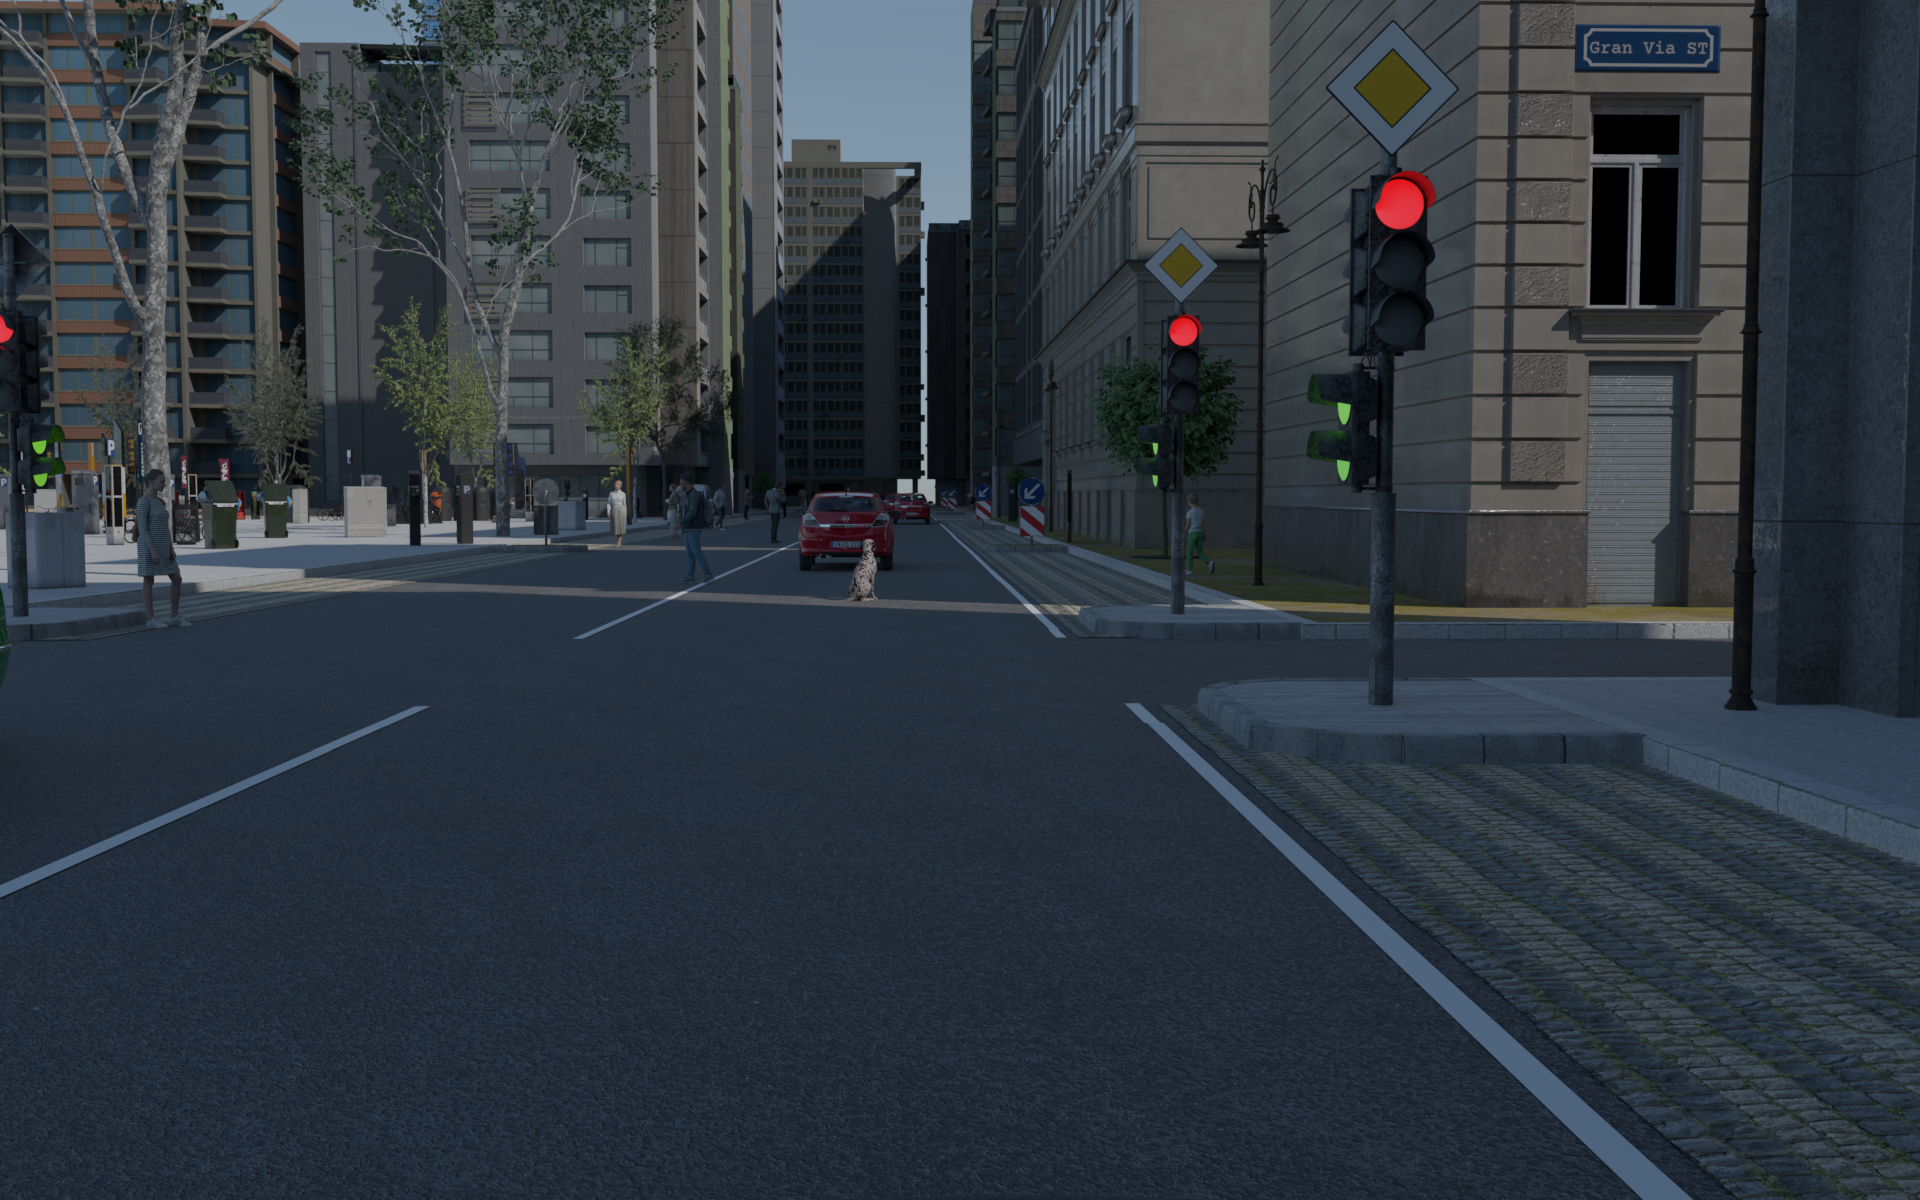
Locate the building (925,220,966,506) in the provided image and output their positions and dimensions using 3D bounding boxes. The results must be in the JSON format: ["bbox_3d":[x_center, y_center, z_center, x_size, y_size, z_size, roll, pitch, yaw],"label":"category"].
[{"bbox_3d":[3.414,-25.193,183.601,14.107,30.474,14.160,0,4,-2],"label":"building"}]

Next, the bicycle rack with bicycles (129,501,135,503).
[{"bbox_3d":[-40.436,-4.343,84.389,2.925,0.926,2.852,0,4,-4],"label":"bicycle rack with bicycles"}]

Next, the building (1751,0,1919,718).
[{"bbox_3d":[11.251,-11.156,0.416,12.078,24.808,19.932,0,4,-2],"label":"building"}]

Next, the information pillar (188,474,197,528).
[{"bbox_3d":[-28.554,-3.668,64.461,0.304,2.012,0.304,-2,4,-25],"label":"information pillar"}]

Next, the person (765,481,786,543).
[{"bbox_3d":[-5.409,-2.575,50.779,0.473,1.802,0.592,-3,5,-40],"label":"person"}]

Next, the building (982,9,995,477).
[{"bbox_3d":[12.933,-28.836,126.092,22.147,44.769,28.867,0,4,-2],"label":"building"}]

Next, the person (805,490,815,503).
[{"bbox_3d":[-11.565,-7.731,135.625,1.217,1.735,0.721,-2,4,-29],"label":"person"}]

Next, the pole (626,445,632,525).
[{"bbox_3d":[-13.745,-4.776,71.925,0.158,3.312,0.155,0,3,0],"label":"pole"}]

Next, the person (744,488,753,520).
[{"bbox_3d":[-11.651,-5.309,95.827,0.750,1.759,0.617,1,4,19],"label":"person"}]

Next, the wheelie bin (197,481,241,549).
[{"bbox_3d":[-17.370,-1.997,40.553,0.693,1.594,0.980,3,5,42],"label":"wheelie bin"}]

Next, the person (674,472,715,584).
[{"bbox_3d":[-4.306,-1.161,27.831,0.721,1.781,0.623,-2,4,-25],"label":"person"}]

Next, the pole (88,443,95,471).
[{"bbox_3d":[-34.376,-4.572,68.589,0.158,3.312,0.155,0,3,0],"label":"pole"}]

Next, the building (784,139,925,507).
[{"bbox_3d":[-15.912,-30.609,192.345,23.993,40.220,32.217,0,4,-2],"label":"building"}]

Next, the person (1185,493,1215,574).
[{"bbox_3d":[3.785,-1.058,27.595,0.590,1.304,0.306,3,4,37],"label":"person"}]

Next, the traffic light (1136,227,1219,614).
[{"bbox_3d":[2.313,-1.805,18.439,0.839,4.253,0.868,0,4,-2],"label":"traffic light"}]

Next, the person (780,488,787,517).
[{"bbox_3d":[-10.886,-6.030,107.027,0.705,1.831,1.348,0,4,2],"label":"person"}]

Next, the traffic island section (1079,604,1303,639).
[{"bbox_3d":[2.353,0.228,18.554,2.009,0.180,2.903,0,4,-2],"label":"traffic island section"}]

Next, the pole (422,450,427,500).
[{"bbox_3d":[-24.787,-5.281,80.180,0.158,3.312,0.155,0,3,0],"label":"pole"}]

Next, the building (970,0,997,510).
[{"bbox_3d":[7.847,-28.385,147.693,14.154,41.232,14.086,0,4,-2],"label":"building"}]

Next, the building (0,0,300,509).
[{"bbox_3d":[-73.104,-30.700,156.569,28.867,44.769,22.147,0,4,-2],"label":"building"}]

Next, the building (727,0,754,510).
[{"bbox_3d":[-22.897,-29.219,127.835,14.600,45.320,14.200,0,4,-2],"label":"building"}]

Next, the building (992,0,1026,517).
[{"bbox_3d":[8.863,-20.356,104.527,14.160,30.474,14.107,0,4,-2],"label":"building"}]

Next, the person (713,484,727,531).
[{"bbox_3d":[-9.464,-3.652,68.059,0.795,1.843,0.661,2,4,33],"label":"person"}]

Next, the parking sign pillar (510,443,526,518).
[{"bbox_3d":[-23.272,-6.307,91.590,1.447,3.967,1.447,-1,4,-8],"label":"parking sign pillar"}]

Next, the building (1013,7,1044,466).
[{"bbox_3d":[10.278,-17.610,81.437,14.314,27.812,24.014,0,4,-2],"label":"building"}]

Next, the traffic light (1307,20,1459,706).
[{"bbox_3d":[2.549,-1.317,10.457,0.839,4.253,0.868,0,4,-2],"label":"traffic light"}]

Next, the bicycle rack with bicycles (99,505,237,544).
[{"bbox_3d":[-20.679,-1.981,45.765,2.852,0.926,2.925,3,4,37],"label":"bicycle rack with bicycles"}]

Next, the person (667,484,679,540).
[{"bbox_3d":[-9.097,-2.797,54.774,0.362,1.759,0.519,-1,4,-20],"label":"person"}]

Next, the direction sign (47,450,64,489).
[{"bbox_3d":[-46.814,-5.965,89.526,0.876,3.537,0.379,-3,5,-39],"label":"direction sign"}]

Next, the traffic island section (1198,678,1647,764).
[{"bbox_3d":[2.590,0.716,10.572,2.009,0.180,2.903,0,4,-2],"label":"traffic island section"}]

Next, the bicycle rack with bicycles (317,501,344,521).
[{"bbox_3d":[-29.703,-4.303,83.730,2.925,0.926,2.852,0,4,3],"label":"bicycle rack with bicycles"}]

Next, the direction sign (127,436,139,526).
[{"bbox_3d":[-32.530,-4.675,68.437,0.379,3.537,0.876,1,4,17],"label":"direction sign"}]

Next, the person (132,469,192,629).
[{"bbox_3d":[-8.585,-0.550,18.495,0.522,1.701,0.512,0,4,6],"label":"person"}]

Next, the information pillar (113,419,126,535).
[{"bbox_3d":[-26.028,-3.810,53.652,0.504,3.616,0.183,3,5,39],"label":"information pillar"}]

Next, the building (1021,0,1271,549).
[{"bbox_3d":[10.920,-13.512,54.205,16.112,22.955,30.059,0,4,-2],"label":"building"}]

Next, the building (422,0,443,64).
[{"bbox_3d":[-43.851,-53.334,184.682,31.000,86.520,22.319,0,4,-2],"label":"building"}]

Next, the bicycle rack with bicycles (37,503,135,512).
[{"bbox_3d":[-25.864,-2.314,51.211,2.852,0.926,2.925,-2,4,-26],"label":"bicycle rack with bicycles"}]

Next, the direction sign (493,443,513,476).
[{"bbox_3d":[-20.114,-5.157,76.315,0.876,3.537,0.379,0,4,5],"label":"direction sign"}]

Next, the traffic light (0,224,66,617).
[{"bbox_3d":[-9.842,-1.782,18.064,0.839,4.253,0.868,0,4,-2],"label":"traffic light"}]

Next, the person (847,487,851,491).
[{"bbox_3d":[-5.865,-5.080,91.516,0.622,1.834,0.822,2,4,27],"label":"person"}]

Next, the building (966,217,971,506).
[{"bbox_3d":[8.079,-23.878,162.105,14.160,30.474,14.107,0,4,-2],"label":"building"}]

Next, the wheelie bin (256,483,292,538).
[{"bbox_3d":[-20.012,-2.606,50.519,0.980,1.594,0.693,-2,4,-27],"label":"wheelie bin"}]

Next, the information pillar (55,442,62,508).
[{"bbox_3d":[-32.290,-4.323,62.038,0.183,3.616,0.504,-3,5,-40],"label":"information pillar"}]

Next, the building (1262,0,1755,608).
[{"bbox_3d":[17.635,-13.907,24.640,25.104,27.353,12.463,0,4,-2],"label":"building"}]

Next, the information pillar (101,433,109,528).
[{"bbox_3d":[-32.577,-4.570,66.073,0.504,3.616,0.183,3,4,37],"label":"information pillar"}]

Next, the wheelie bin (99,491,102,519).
[{"bbox_3d":[-43.914,-4.883,87.737,0.980,1.594,0.693,1,4,10],"label":"wheelie bin"}]

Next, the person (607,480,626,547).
[{"bbox_3d":[-9.259,-2.333,46.877,0.478,1.798,0.641,1,4,9],"label":"person"}]

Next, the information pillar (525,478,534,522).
[{"bbox_3d":[-20.067,-4.664,80.749,0.304,2.012,0.304,1,4,15],"label":"information pillar"}]

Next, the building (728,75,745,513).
[{"bbox_3d":[-21.930,-20.930,113.909,14.160,30.474,14.107,0,4,-2],"label":"building"}]

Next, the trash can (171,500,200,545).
[{"bbox_3d":[-19.546,-1.962,43.727,0.748,1.137,0.748,0,3,0],"label":"trash can"}]

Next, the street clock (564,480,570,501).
[{"bbox_3d":[-20.306,-5.201,89.603,0.358,2.002,0.471,-2,4,-25],"label":"street clock"}]

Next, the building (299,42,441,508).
[{"bbox_3d":[-51.598,-29.196,160.945,14.086,41.232,14.154,0,4,-2],"label":"building"}]

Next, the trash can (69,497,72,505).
[{"bbox_3d":[-44.060,-4.575,86.456,0.748,1.137,0.748,0,3,0],"label":"trash can"}]

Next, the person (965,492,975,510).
[{"bbox_3d":[0.771,-7.749,135.927,0.799,1.438,0.628,-1,4,-9],"label":"person"}]

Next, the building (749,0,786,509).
[{"bbox_3d":[-30.338,-37.613,156.970,28.212,58.520,21.231,0,4,-2],"label":"building"}]

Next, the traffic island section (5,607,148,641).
[{"bbox_3d":[-9.883,0.250,18.198,2.009,0.180,2.903,0,4,-2],"label":"traffic island section"}]

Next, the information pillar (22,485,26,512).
[{"bbox_3d":[-45.996,-5.721,84.888,0.183,3.616,0.504,0,4,-3],"label":"information pillar"}]

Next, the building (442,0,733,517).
[{"bbox_3d":[-20.939,-25.440,99.531,14.154,41.232,14.086,0,4,-2],"label":"building"}]

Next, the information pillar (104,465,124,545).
[{"bbox_3d":[-21.206,-2.382,43.431,0.304,2.012,0.304,2,4,30],"label":"information pillar"}]
